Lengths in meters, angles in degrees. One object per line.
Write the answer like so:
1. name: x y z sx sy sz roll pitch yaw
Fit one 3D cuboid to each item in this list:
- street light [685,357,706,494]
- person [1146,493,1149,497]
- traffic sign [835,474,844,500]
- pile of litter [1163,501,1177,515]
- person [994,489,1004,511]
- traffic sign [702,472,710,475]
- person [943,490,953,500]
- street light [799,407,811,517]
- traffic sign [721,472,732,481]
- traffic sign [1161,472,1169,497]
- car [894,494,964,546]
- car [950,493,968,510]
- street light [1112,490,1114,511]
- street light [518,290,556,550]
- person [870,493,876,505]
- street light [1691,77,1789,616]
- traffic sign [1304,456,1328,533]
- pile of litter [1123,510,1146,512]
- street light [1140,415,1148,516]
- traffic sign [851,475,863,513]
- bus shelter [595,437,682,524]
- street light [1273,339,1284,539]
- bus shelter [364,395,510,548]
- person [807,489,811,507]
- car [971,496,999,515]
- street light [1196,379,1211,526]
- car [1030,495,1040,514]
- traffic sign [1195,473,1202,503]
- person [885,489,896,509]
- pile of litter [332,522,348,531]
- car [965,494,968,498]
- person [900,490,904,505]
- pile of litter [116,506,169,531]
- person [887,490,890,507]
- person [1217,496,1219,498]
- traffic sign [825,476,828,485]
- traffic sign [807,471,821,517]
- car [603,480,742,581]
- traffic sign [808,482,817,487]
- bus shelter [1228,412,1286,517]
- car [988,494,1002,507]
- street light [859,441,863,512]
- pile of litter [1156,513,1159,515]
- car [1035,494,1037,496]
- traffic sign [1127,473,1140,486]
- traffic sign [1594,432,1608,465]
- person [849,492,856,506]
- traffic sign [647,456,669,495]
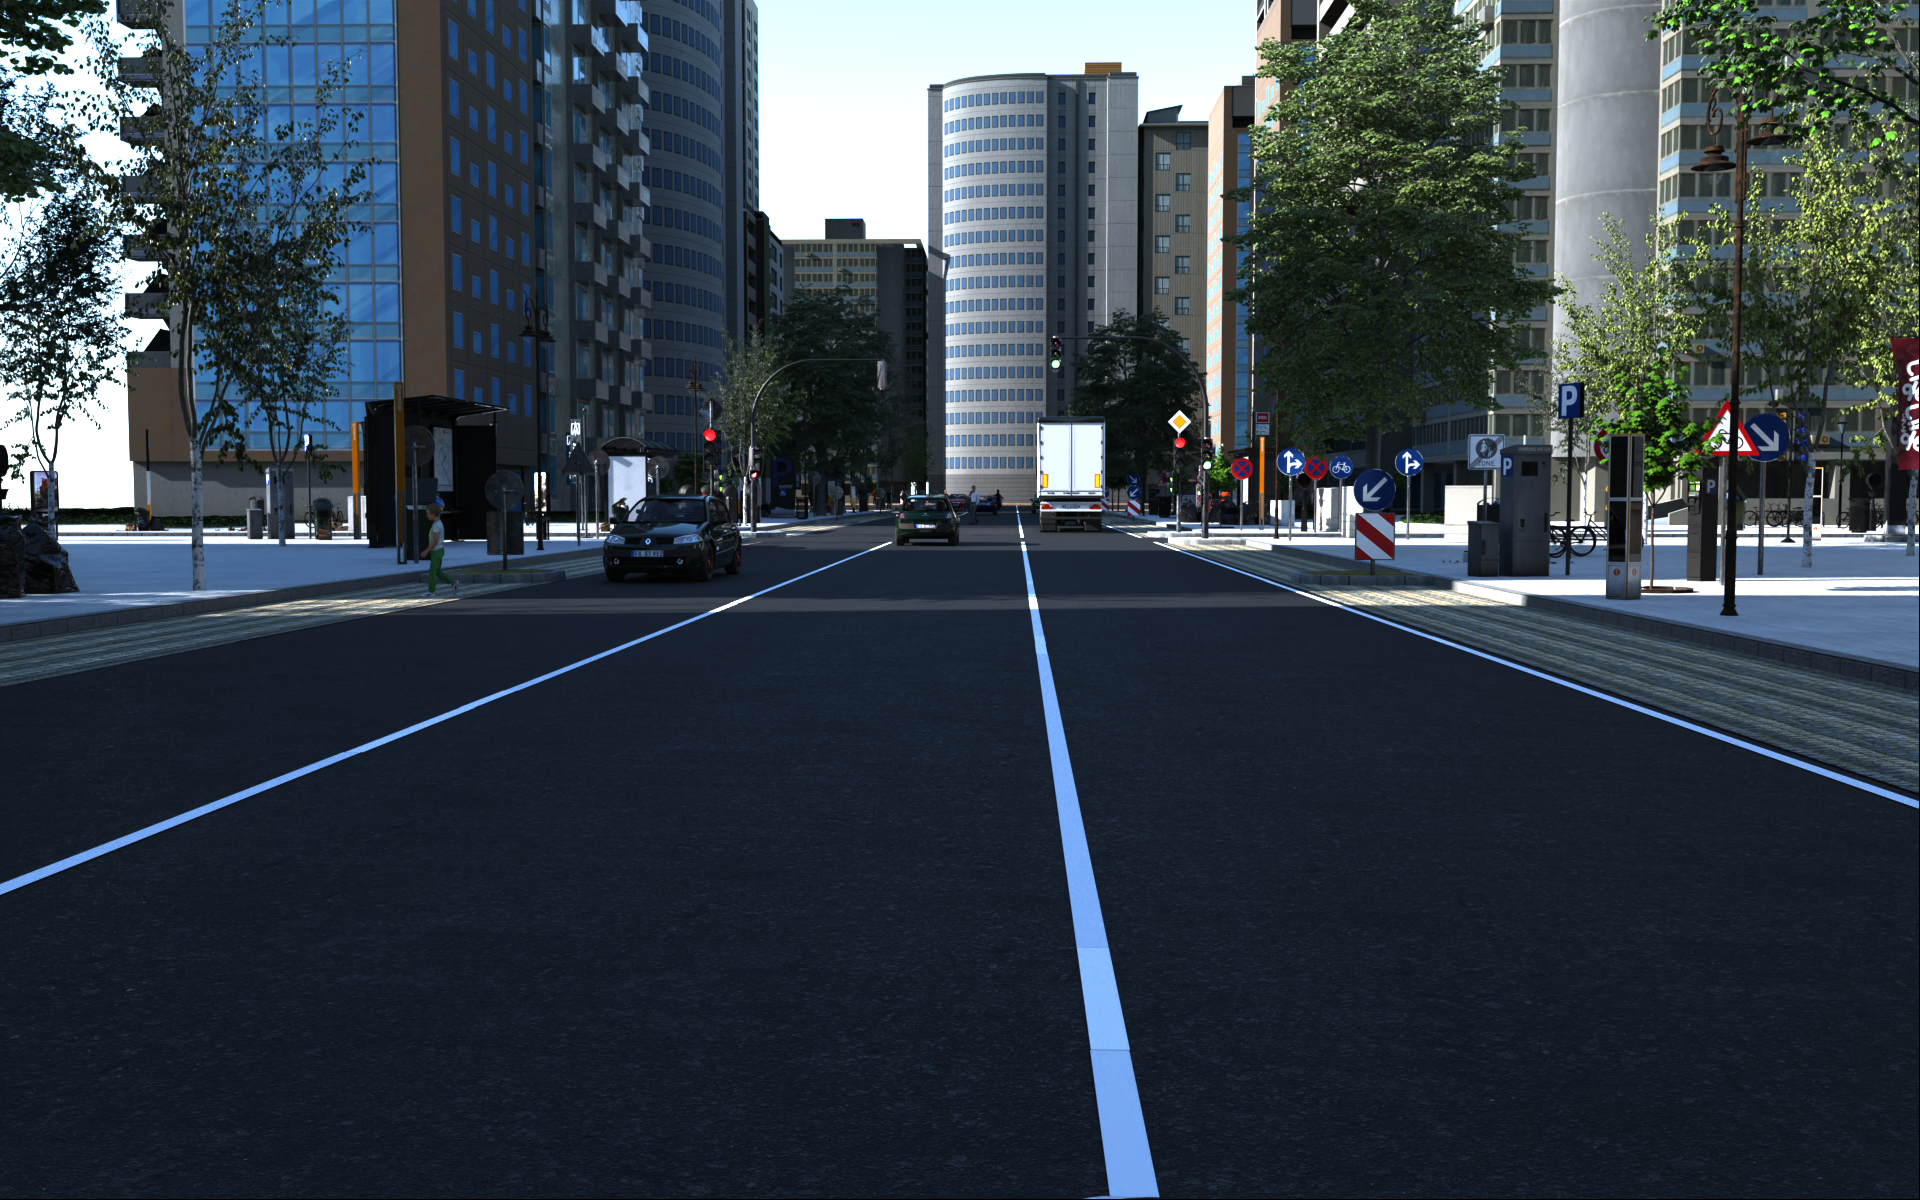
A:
1. street light: -8.949 -5.254 58.687 0.468 5.910 1.993 0 4 2
2. person: 21.543 -11.564 195.196 1.350 1.814 0.705 -1 4 -18
3. traffic sign: -7.737 -6.719 109.964 0.768 2.556 0.104 0 4 8
4. pile of litter: 13.625 -5.728 107.616 1.176 0.858 1.719 -2 4 -32
5. person: 3.300 -8.584 148.806 0.705 1.831 1.348 -3 5 -40
6. traffic sign: -12.560 -5.295 86.685 0.768 2.556 0.104 0 4 8
7. person: -1.103 -7.876 137.787 1.217 1.766 0.721 -2 4 -29
8. street light: -8.041 -7.170 90.025 0.468 5.910 1.993 0 4 2
9. traffic sign: -11.731 -5.271 85.919 0.795 2.593 0.064 0 4 3
10. traffic sign: 11.894 -6.047 98.972 0.768 2.556 0.104 1 4 11
11. car: -0.904 -2.424 49.422 2.009 1.686 4.222 0 4 1
12. car: -0.225 -8.826 153.339 2.155 1.783 4.494 0 4 4
13. street light: 11.707 -9.777 132.642 0.468 5.910 1.993 0 4 2
14. street light: -9.595 -4.076 39.434 0.468 5.910 1.993 0 4 2
15. person: -10.275 -12.385 208.470 1.348 1.831 0.705 -2 4 -33
16. street light: 8.133 -2.774 18.135 0.468 5.910 1.993 0 4 2
17. traffic sign: 11.782 -3.503 57.379 0.768 2.556 0.104 0 4 5
18. pile of litter: 12.577 -6.730 123.993 1.719 0.858 1.176 1 4 21
19. street light: 10.753 -7.860 101.305 0.468 5.910 1.993 0 4 2
20. traffic sign: -6.951 -7.143 116.787 0.884 2.594 0.081 0 4 4
21. bus shelter: -11.768 -4.281 63.921 2.014 3.302 5.546 0 4 2
22. street light: 9.069 -4.690 49.472 0.468 5.910 1.993 0 4 2
23. bus shelter: -13.177 -3.228 44.060 1.731 3.624 6.357 0 4 2
24. person: -15.045 -10.197 173.207 0.568 1.767 0.683 -3 4 -38
25. car: 1.654 -6.420 117.547 1.945 1.354 3.894 0 4 2
26. street light: 9.822 -5.944 69.968 0.468 5.910 1.993 0 4 2
27. car: 6.248 -7.125 128.285 2.131 1.459 4.920 0 4 1
28. traffic sign: 13.287 -5.809 95.081 0.768 2.556 0.104 0 4 7
29. person: -6.234 -8.913 152.592 1.217 1.723 0.721 -1 4 -23
30. pile of litter: -22.046 -2.871 60.908 1.176 0.858 1.719 0 4 -1
31. car: 0.181 -11.460 197.599 2.015 1.641 3.980 0 4 2
32. person: -6.817 -12.146 205.299 0.621 1.740 0.551 2 4 35
33. pile of litter: -28.529 -2.835 60.312 1.719 0.858 1.176 -1 4 -19
34. person: -7.187 -10.361 176.184 0.721 1.736 1.217 0 4 -1
35. person: 26.395 -10.290 174.964 0.721 1.739 1.217 -2 4 -25
36. traffic sign: -9.202 -7.049 115.359 0.768 2.556 0.104 1 4 9
37. traffic sign: -8.023 -5.818 95.229 0.768 2.556 0.104 0 4 3
38. car: -4.881 -1.219 29.709 2.009 1.686 4.222 0 4 3
39. traffic sign: -10.125 -7.310 119.622 0.768 2.556 0.104 0 4 4
40. bus shelter: 13.975 -6.391 82.129 2.179 5.291 8.768 0 4 2
41. car: 3.691 -10.813 188.789 2.014 1.417 4.499 0 4 0
42. street light: -6.993 -9.113 121.783 0.468 5.910 1.993 0 4 2
43. pile of litter: 13.404 -6.275 116.563 1.176 0.858 1.719 1 4 9
44. car: 7.506 -8.512 147.850 2.281 1.827 5.304 0 4 4
45. traffic sign: 10.607 -6.476 105.988 0.768 2.556 0.104 1 4 10
46. traffic sign: 12.154 -1.964 32.218 0.768 2.556 0.104 0 4 6
47. person: -11.192 -10.793 182.476 0.705 1.831 1.348 -3 4 -36
48. traffic sign: -10.021 -3.509 57.476 0.768 2.556 0.104 1 4 10
